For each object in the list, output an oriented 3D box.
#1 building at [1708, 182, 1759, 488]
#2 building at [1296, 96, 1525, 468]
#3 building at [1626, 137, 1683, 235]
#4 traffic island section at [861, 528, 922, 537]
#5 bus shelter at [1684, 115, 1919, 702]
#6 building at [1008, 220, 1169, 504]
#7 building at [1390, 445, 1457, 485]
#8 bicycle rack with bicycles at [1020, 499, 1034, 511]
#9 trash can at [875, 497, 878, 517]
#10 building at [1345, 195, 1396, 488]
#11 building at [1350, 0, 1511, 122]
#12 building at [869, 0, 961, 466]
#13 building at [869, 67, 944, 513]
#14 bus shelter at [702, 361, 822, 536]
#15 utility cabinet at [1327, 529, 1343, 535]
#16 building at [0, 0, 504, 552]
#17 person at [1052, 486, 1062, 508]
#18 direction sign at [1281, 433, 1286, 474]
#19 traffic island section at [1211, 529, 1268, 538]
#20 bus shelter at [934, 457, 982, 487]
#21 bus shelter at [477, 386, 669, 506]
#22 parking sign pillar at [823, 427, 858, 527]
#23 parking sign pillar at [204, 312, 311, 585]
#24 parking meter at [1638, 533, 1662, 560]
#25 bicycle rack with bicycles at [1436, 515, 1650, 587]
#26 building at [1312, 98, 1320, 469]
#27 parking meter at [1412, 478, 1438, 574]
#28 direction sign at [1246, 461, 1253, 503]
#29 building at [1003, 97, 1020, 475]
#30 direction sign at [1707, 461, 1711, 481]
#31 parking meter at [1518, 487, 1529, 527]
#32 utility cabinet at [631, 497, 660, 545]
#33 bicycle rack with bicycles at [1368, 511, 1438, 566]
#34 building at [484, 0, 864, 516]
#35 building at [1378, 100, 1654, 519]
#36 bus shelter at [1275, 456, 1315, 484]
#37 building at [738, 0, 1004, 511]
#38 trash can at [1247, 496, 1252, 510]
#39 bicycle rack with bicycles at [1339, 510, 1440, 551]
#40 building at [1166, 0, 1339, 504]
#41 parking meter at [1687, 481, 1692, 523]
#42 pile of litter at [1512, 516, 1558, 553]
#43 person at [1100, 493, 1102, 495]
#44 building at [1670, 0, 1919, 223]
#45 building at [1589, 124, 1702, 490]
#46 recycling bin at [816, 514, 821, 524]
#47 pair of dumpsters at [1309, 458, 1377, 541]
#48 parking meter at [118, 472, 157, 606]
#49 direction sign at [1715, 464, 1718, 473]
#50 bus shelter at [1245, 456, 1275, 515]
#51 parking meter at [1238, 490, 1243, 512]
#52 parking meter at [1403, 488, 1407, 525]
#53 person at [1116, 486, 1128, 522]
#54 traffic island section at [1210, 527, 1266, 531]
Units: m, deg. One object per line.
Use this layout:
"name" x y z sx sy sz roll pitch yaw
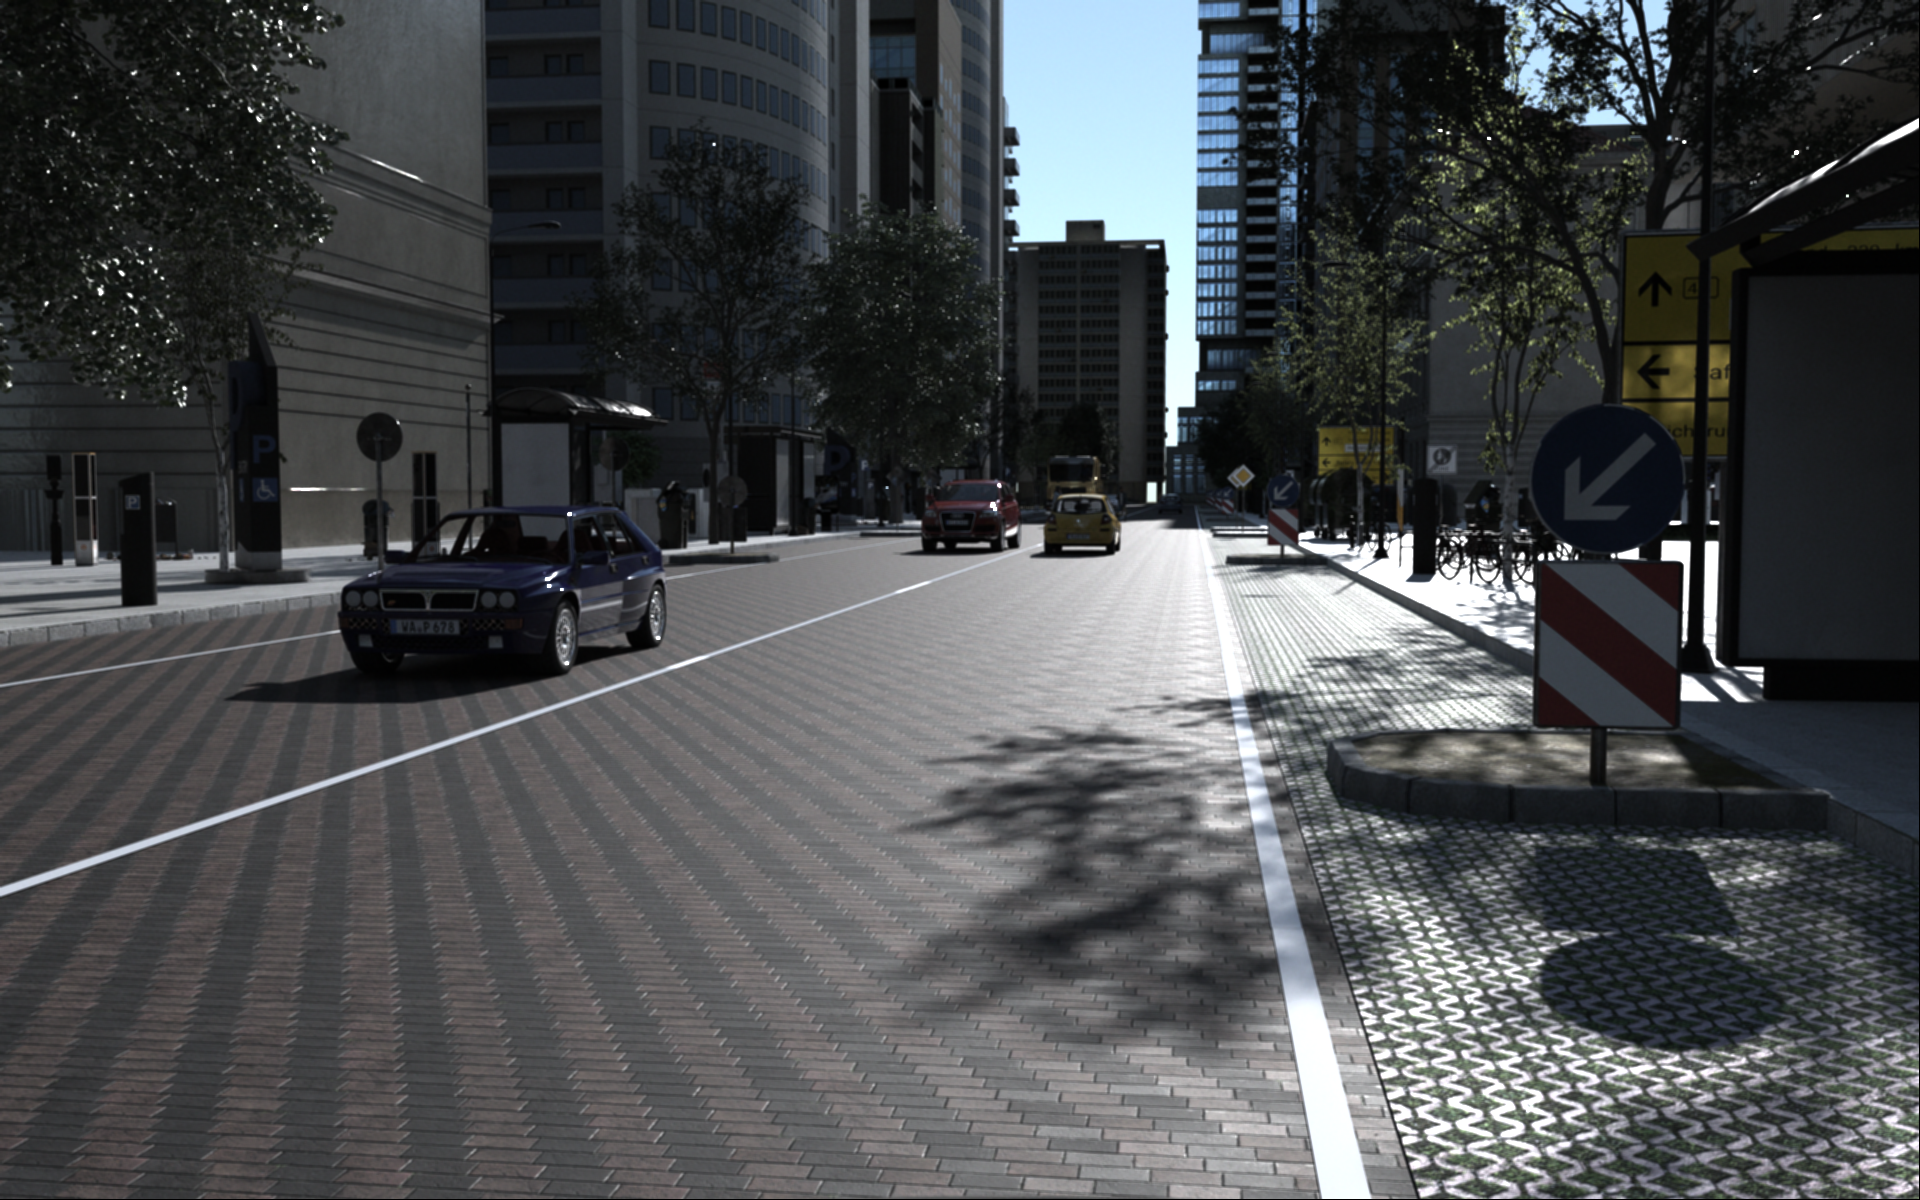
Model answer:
"building" 91.615 -45.846 187.837 20.611 71.187 20.563 0 4 8
"building" 48.610 -32.750 190.079 22.147 44.769 28.867 0 4 8
"building" 89.098 -37.645 235.098 30.456 49.044 23.786 0 4 8
"traffic island section" -2.170 -2.271 59.407 2.009 0.180 2.903 0 4 8
"bus shelter" 5.244 -0.872 8.186 2.014 3.302 5.546 0 4 7
"building" 17.808 -34.054 248.655 23.993 40.220 32.217 0 4 8
"building" 66.223 -28.241 233.444 14.107 30.474 14.160 0 4 8
"bicycle rack with bicycles" 4.235 -7.100 129.472 2.852 0.926 2.925 1 4 23
"trash can" -4.527 -5.203 96.725 0.748 1.137 0.748 0 3 0
"building" 35.728 -18.586 122.942 14.314 24.678 30.058 0 4 8
"building" 40.081 -30.817 153.973 14.600 45.320 14.200 0 4 8
"building" -7.655 -30.605 150.495 14.600 45.320 14.200 0 4 8
"building" -9.019 -21.394 121.494 14.160 30.474 14.107 0 4 8
"bus shelter" -6.338 -4.714 54.714 2.179 5.291 8.768 0 4 8
"utility cabinet" 11.705 -2.778 54.105 0.318 1.500 1.173 2 4 25
"building" -29.222 -13.050 46.659 30.059 22.955 16.112 0 4 8
"person" 4.194 -4.077 75.422 0.793 1.790 0.793 3 5 41
"direction sign" 12.153 -4.473 65.127 0.379 3.537 0.876 0 4 1
"traffic island section" 9.467 -2.175 57.845 2.009 0.180 2.903 0 4 8
"bus shelter" -0.138 -6.209 95.442 2.014 3.302 5.546 0 4 8
"bus shelter" -7.742 -2.533 35.333 2.014 3.302 5.546 0 4 8
"parking sign pillar" -4.772 -4.915 68.831 1.447 3.967 1.447 2 4 29
"parking sign pillar" -10.237 -2.244 25.154 1.447 3.967 1.447 -2 4 -32
"parking meter" 13.143 -1.664 32.914 0.399 1.863 0.255 -1 4 -15
"bicycle rack with bicycles" 8.541 -0.701 24.839 2.852 0.926 2.925 -1 4 -11
"building" 42.015 -31.707 168.520 14.600 45.320 14.200 0 4 8
"parking meter" 7.477 -1.189 27.854 0.372 1.533 0.369 0 3 0
"direction sign" 19.999 -7.815 119.774 0.379 3.537 0.876 3 5 40
"building" -8.727 -35.519 200.347 30.456 49.044 23.786 0 4 8
"direction sign" 43.983 -6.757 102.477 0.379 3.537 0.876 -3 4 -36
"parking meter" 21.713 -3.569 66.770 0.372 1.533 0.369 0 3 0
"utility cabinet" -7.837 -1.999 43.853 0.306 1.237 1.020 3 5 43
"bicycle rack with bicycles" 8.905 -1.000 29.736 2.925 0.926 2.852 0 4 -2
"building" -17.701 -33.607 91.478 21.231 58.520 28.212 0 4 8
"building" 30.456 -16.010 97.925 11.583 22.565 21.152 0 4 8
"bus shelter" 18.403 -6.221 95.630 2.014 3.302 5.546 0 4 8
"building" -7.657 -38.538 172.090 21.231 58.520 28.212 0 4 8
"trash can" 22.840 -7.595 135.826 0.748 1.137 0.748 0 3 0
"bicycle rack with bicycles" 9.938 -1.599 39.520 2.852 0.926 2.925 1 4 16
"building" 44.494 -56.679 239.378 31.000 86.520 22.319 0 4 8
"parking meter" 27.872 -3.678 65.841 0.399 1.863 0.255 0 4 8
"pile of litter" 12.724 -1.517 38.773 1.719 0.858 1.176 -2 4 -35
"person" 17.847 -13.015 221.819 0.617 1.759 0.750 3 4 37
"building" 28.444 -26.684 25.530 28.713 52.752 27.495 0 4 8
"building" 74.739 -31.234 194.265 14.086 41.232 14.154 0 4 8
"recycling bin" -5.834 -3.842 75.368 0.722 1.027 0.722 2 4 29
"pair of dumpsters" 10.861 -2.860 49.247 1.574 2.255 4.437 0 4 8
"parking meter" -9.475 -0.706 19.960 0.372 1.533 0.369 0 3 0
"direction sign" 57.639 -8.548 131.762 0.379 3.537 0.876 0 4 -4
"bus shelter" 19.191 -7.302 110.673 1.731 3.624 6.357 0 4 7
"parking meter" 19.614 -6.890 121.067 0.372 1.533 0.369 0 3 0
"parking meter" 18.578 -3.933 72.708 0.372 1.533 0.369 0 3 0
"person" 8.377 -4.937 89.199 0.794 1.824 0.713 3 5 45
"traffic island section" 10.530 -2.659 65.759 2.009 0.180 2.903 0 4 8
